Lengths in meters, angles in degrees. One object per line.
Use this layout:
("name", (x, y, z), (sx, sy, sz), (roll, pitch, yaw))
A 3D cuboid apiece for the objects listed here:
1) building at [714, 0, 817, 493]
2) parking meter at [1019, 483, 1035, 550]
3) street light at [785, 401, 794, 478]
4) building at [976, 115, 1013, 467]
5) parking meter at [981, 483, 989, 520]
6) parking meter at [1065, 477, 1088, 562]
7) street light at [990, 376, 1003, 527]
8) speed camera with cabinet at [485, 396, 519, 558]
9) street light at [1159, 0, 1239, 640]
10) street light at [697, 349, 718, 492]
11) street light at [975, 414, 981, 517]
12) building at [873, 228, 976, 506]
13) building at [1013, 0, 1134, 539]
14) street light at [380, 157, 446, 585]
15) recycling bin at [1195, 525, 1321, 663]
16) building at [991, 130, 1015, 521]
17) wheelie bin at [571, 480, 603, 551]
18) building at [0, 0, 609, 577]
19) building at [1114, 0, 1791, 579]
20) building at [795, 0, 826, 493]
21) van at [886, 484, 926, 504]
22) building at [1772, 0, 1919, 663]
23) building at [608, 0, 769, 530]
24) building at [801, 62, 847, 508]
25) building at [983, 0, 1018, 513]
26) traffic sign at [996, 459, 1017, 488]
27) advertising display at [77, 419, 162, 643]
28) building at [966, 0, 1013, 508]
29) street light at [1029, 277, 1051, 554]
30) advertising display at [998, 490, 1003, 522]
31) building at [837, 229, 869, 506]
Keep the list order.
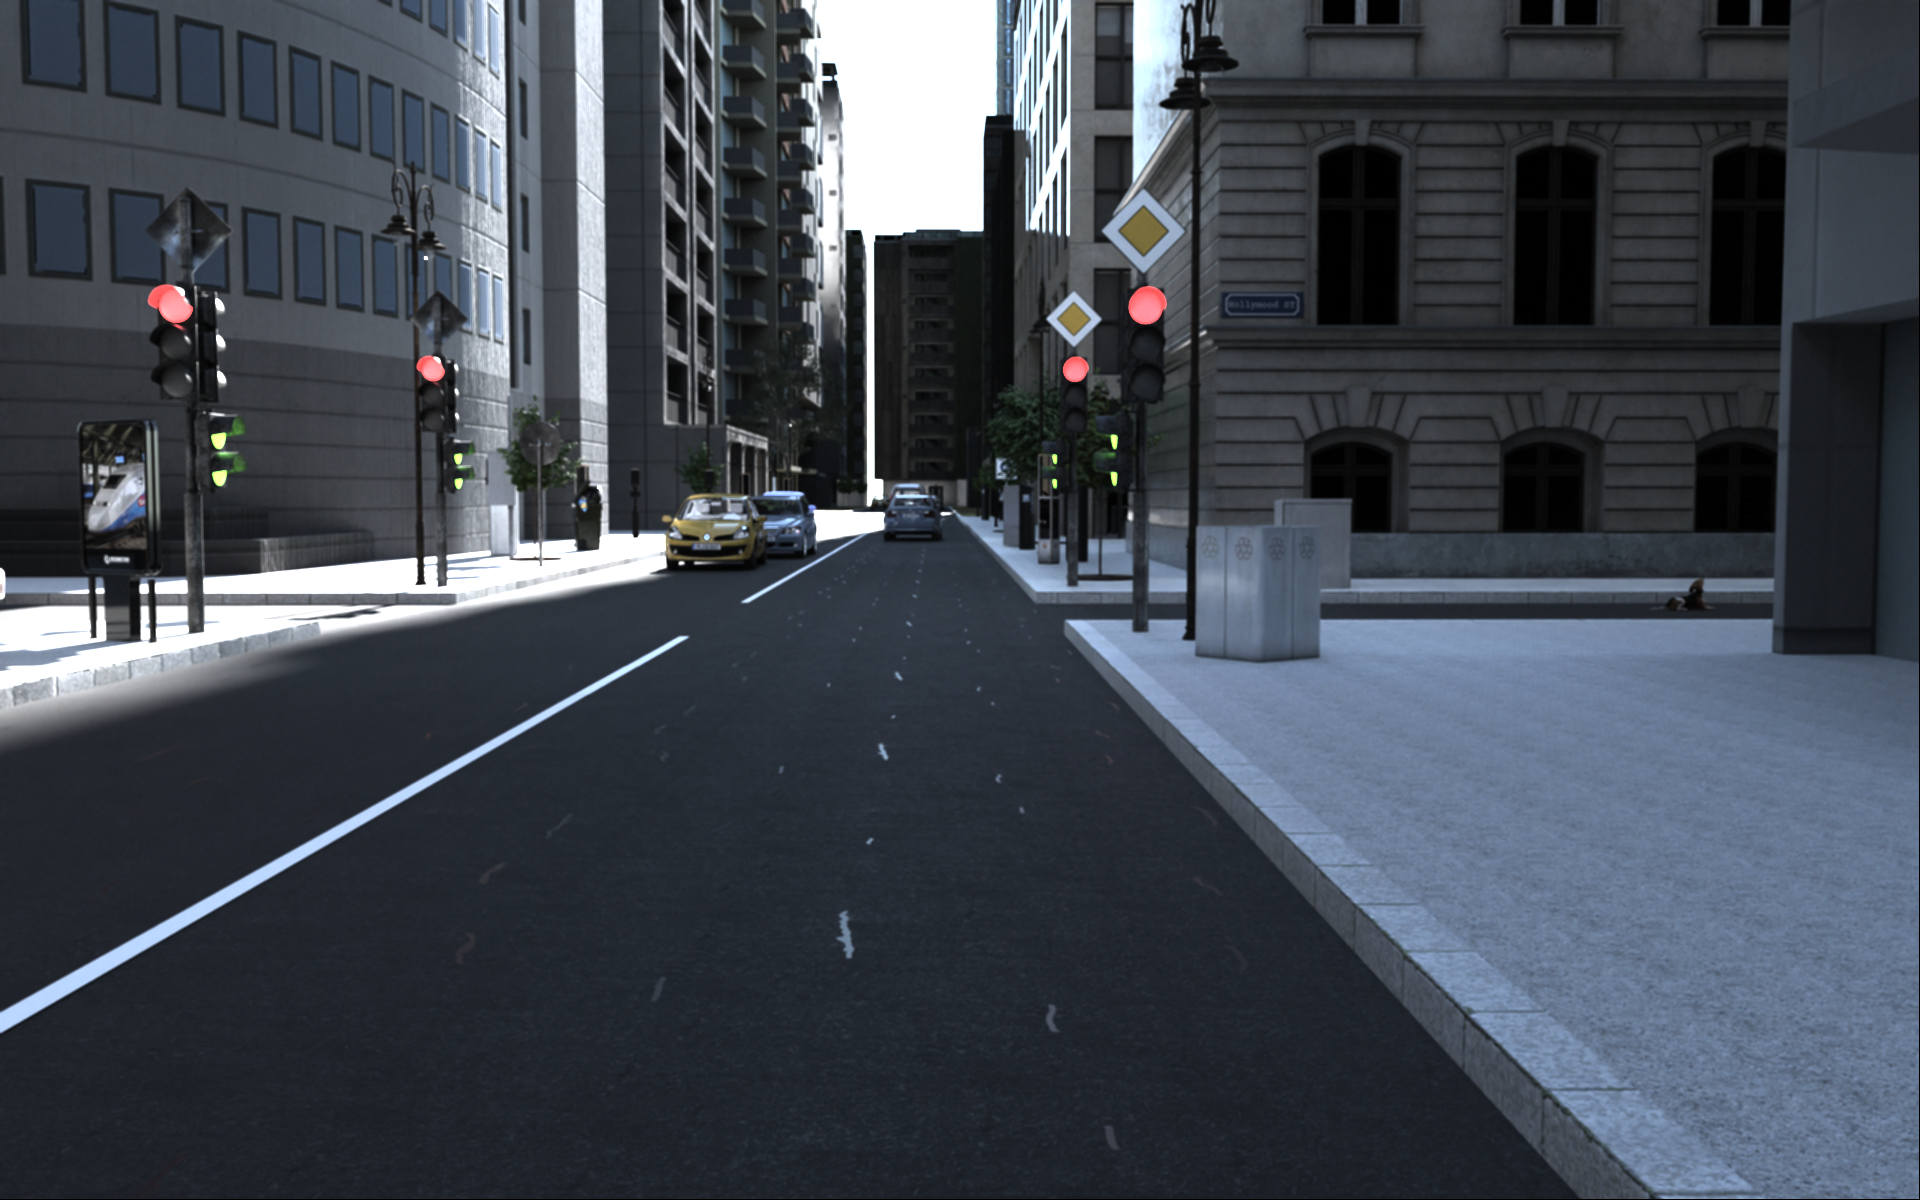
("building", (-21.022, -28.035, 112.998), (22.147, 44.769, 28.867), (0, 4, -1))
("parking meter", (1.556, -1.937, 40.073), (0.372, 1.533, 0.369), (0, 3, 0))
("street light", (-8.426, -6.914, 85.829), (0.468, 5.910, 1.993), (0, 4, -1))
("building", (8.717, -22.243, 135.377), (14.160, 30.474, 14.107), (0, 4, -1))
("parking meter", (1.241, -4.861, 85.182), (0.255, 1.863, 0.399), (-2, 4, -31))
("parking meter", (2.213, -1.663, 32.907), (0.399, 1.863, 0.255), (3, 4, 38))
("street light", (1.415, -5.814, 67.845), (0.468, 5.910, 1.993), (0, 4, -1))
("speed camera with cabinet", (-9.414, -2.526, 35.634), (0.660, 3.252, 2.038), (-1, 4, -13))
("street light", (2.050, -2.587, 15.086), (0.468, 5.910, 1.993), (0, 4, -1))
("street light", (-8.051, -5.049, 55.337), (0.468, 5.910, 1.993), (0, 4, -1))
("street light", (1.023, -7.679, 98.337), (0.468, 5.910, 1.993), (0, 4, -1))
("building", (-2.555, -25.658, 191.211), (14.107, 30.474, 14.160), (0, 4, -1))
("building", (12.436, -15.975, 65.714), (19.350, 26.468, 34.151), (0, 4, -1))
("street light", (-7.593, -3.146, 24.221), (0.468, 5.910, 1.993), (0, 4, -1))
("recycling bin", (2.343, -0.066, 13.628), (0.722, 1.027, 0.722), (-3, 4, -38))
("building", (8.034, -15.964, 90.694), (12.332, 23.373, 15.834), (0, 4, -1))
("wheelie bin", (-8.482, -1.929, 39.454), (0.693, 1.594, 0.980), (-1, 4, -19))
("building", (-20.984, -30.264, 36.817), (21.231, 58.520, 28.212), (0, 4, -1))
("building", (20.676, -12.953, 30.868), (34.723, 24.649, 14.460), (0, 4, -1))
("building", (-25.264, -33.747, 141.003), (28.713, 52.752, 27.495), (0, 4, -1))
("van", (-2.155, -4.061, 73.410), (2.013, 2.044, 4.112), (0, 3, 0))
("building", (17.821, -25.144, 0.350), (28.713, 52.752, 27.495), (0, 4, -1))
("building", (-18.535, -38.582, 69.068), (20.563, 71.187, 20.611), (0, 4, -1))
("building", (-18.089, -29.553, 166.781), (14.086, 41.232, 14.154), (0, 4, -1))
("building", (12.025, -41.505, 116.852), (20.563, 71.187, 20.611), (0, 4, -1))
("traffic sign", (1.319, -2.880, 49.218), (0.606, 2.300, 0.079), (0, 4, 2))
("advertising display", (-7.328, -0.605, 15.113), (0.974, 1.923, 0.123), (2, 4, 31))
("building", (12.019, -51.633, 156.863), (22.319, 86.520, 31.000), (0, 4, -1))
("street light", (1.743, -3.934, 37.103), (0.468, 5.910, 1.993), (0, 4, -1))
("advertising display", (2.112, -4.501, 78.802), (0.123, 1.923, 0.974), (-3, 5, -44))
("building", (-17.214, -25.598, 190.221), (14.107, 30.474, 14.160), (0, 4, -1))
